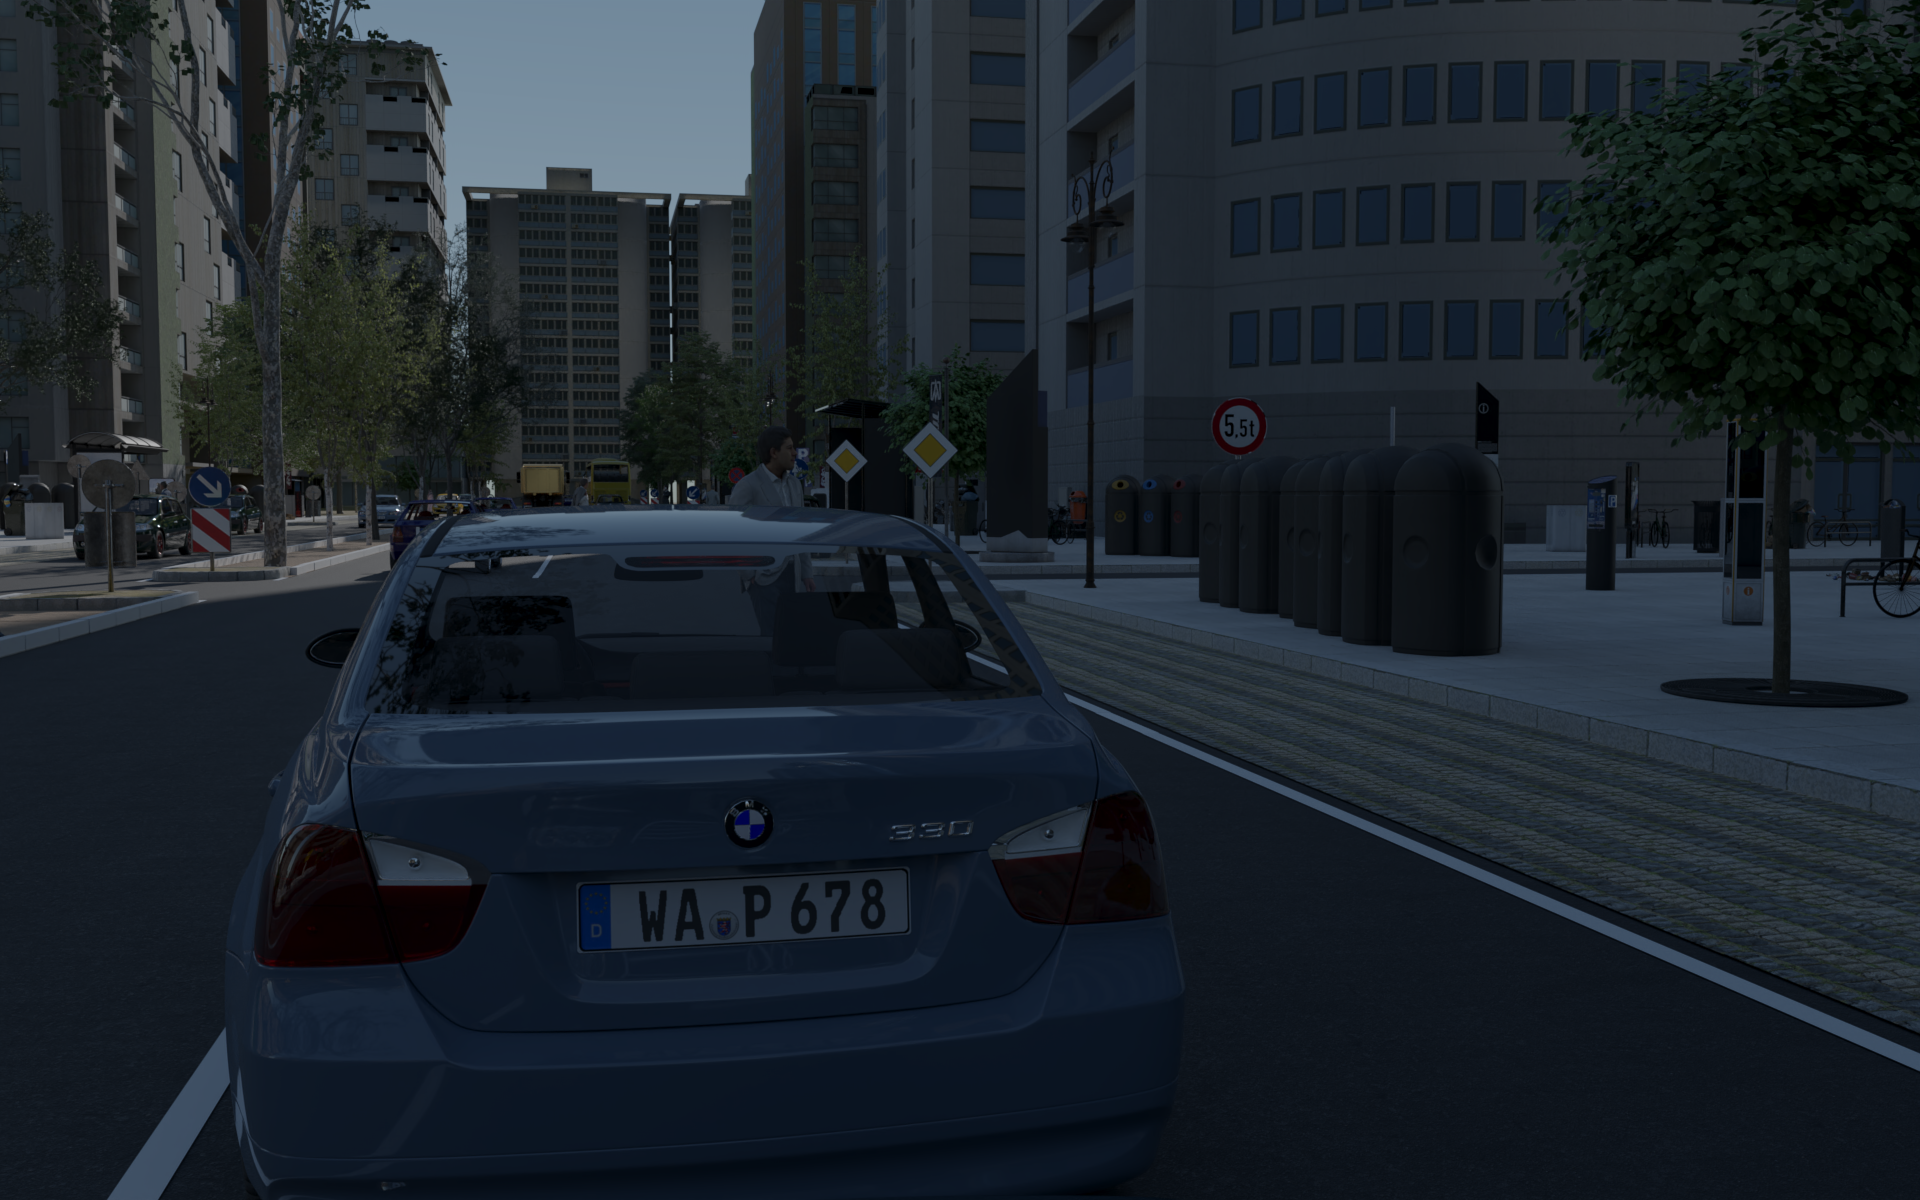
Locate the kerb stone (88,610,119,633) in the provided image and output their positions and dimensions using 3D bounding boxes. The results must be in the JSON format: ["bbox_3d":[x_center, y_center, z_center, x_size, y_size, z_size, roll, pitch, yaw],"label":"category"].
[{"bbox_3d":[-9.125,0.240,18.314,0.120,0.150,1.000,-1,4,-12],"label":"kerb stone"}]

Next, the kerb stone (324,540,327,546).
[{"bbox_3d":[-17.504,-1.544,47.484,0.120,0.150,1.000,-1,4,-12],"label":"kerb stone"}]

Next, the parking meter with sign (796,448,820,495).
[{"bbox_3d":[-5.647,-4.276,66.169,0.543,3.016,1.738,1,4,19],"label":"parking meter with sign"}]

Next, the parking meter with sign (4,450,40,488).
[{"bbox_3d":[-37.213,-4.468,69.310,1.738,3.016,0.543,-2,4,-24],"label":"parking meter with sign"}]

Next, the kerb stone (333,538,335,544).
[{"bbox_3d":[-17.716,-1.608,48.491,0.120,0.150,1.000,-1,4,-12],"label":"kerb stone"}]

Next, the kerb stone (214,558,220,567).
[{"bbox_3d":[-14.510,-0.689,33.467,0.120,0.150,1.000,-1,4,-12],"label":"kerb stone"}]

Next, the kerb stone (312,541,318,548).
[{"bbox_3d":[-17.071,-1.424,45.481,0.120,0.150,1.000,-1,4,-12],"label":"kerb stone"}]

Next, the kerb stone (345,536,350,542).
[{"bbox_3d":[-18.358,-1.792,51.490,0.120,0.150,1.000,-1,4,-12],"label":"kerb stone"}]

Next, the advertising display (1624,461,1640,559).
[{"bbox_3d":[13.444,-1.801,34.660,0.123,1.923,0.974,2,4,30],"label":"advertising display"}]

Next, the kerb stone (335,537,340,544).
[{"bbox_3d":[-17.929,-1.669,49.491,0.120,0.150,1.000,-1,4,-12],"label":"kerb stone"}]

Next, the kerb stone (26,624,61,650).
[{"bbox_3d":[-8.701,0.365,16.307,0.120,0.150,1.000,-1,4,-12],"label":"kerb stone"}]

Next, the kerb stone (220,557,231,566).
[{"bbox_3d":[-14.721,-0.747,34.467,0.120,0.150,1.000,-1,4,-12],"label":"kerb stone"}]

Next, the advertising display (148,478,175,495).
[{"bbox_3d":[-31.536,-3.869,68.469,0.974,1.923,0.123,-1,4,-14],"label":"advertising display"}]

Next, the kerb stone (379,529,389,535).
[{"bbox_3d":[-20.498,-2.405,61.519,0.120,0.150,1.000,-1,4,-12],"label":"kerb stone"}]

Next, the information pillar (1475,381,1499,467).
[{"bbox_3d":[10.945,-2.735,36.064,0.504,3.616,0.183,0,4,-5],"label":"information pillar"}]

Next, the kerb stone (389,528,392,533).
[{"bbox_3d":[-20.711,-2.463,62.520,0.120,0.150,1.000,-1,4,-12],"label":"kerb stone"}]

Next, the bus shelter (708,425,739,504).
[{"bbox_3d":[-13.177,-7.418,98.910,2.179,5.291,8.768,-1,4,-12],"label":"bus shelter"}]

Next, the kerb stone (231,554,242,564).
[{"bbox_3d":[-14.930,-0.804,35.469,0.120,0.150,1.000,-1,4,-12],"label":"kerb stone"}]

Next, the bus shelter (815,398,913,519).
[{"bbox_3d":[-2.543,-3.321,45.581,1.731,3.624,6.357,-1,4,-12],"label":"bus shelter"}]

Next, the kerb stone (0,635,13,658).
[{"bbox_3d":[-8.486,0.421,15.305,0.120,0.150,1.000,-1,4,-12],"label":"kerb stone"}]

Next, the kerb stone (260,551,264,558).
[{"bbox_3d":[-15.574,-0.995,38.469,0.120,0.150,1.000,-1,4,-12],"label":"kerb stone"}]

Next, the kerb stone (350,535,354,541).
[{"bbox_3d":[-18.565,-1.852,52.492,0.120,0.150,1.000,-1,4,-12],"label":"kerb stone"}]

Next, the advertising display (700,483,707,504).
[{"bbox_3d":[-15.365,-6.020,103.643,0.123,1.923,0.974,1,4,10],"label":"advertising display"}]

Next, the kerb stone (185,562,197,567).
[{"bbox_3d":[-14.083,-0.567,31.467,0.120,0.150,1.000,-1,4,-12],"label":"kerb stone"}]

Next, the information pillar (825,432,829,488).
[{"bbox_3d":[-4.813,-4.476,64.539,0.504,3.616,0.183,1,4,15],"label":"information pillar"}]

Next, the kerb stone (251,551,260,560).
[{"bbox_3d":[-15.364,-0.934,37.466,0.120,0.150,1.000,-1,4,-12],"label":"kerb stone"}]

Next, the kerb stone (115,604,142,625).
[{"bbox_3d":[-9.340,0.176,19.313,0.120,0.150,1.000,-1,4,-12],"label":"kerb stone"}]

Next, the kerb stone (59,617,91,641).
[{"bbox_3d":[-8.914,0.306,17.307,0.120,0.150,1.000,-1,4,-12],"label":"kerb stone"}]

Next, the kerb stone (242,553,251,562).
[{"bbox_3d":[-15.153,-0.873,36.466,0.120,0.150,1.000,-1,4,-12],"label":"kerb stone"}]

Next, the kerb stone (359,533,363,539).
[{"bbox_3d":[-18.999,-1.975,54.492,0.120,0.150,1.000,-1,4,-12],"label":"kerb stone"}]

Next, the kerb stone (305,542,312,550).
[{"bbox_3d":[-16.856,-1.363,44.473,0.120,0.150,1.000,-1,4,-12],"label":"kerb stone"}]

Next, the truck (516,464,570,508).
[{"bbox_3d":[-26.772,-7.052,111.224,3.469,3.379,9.791,-1,4,-13],"label":"truck"}]

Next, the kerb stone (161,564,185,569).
[{"bbox_3d":[-13.866,-0.505,30.468,0.120,0.150,1.000,-1,4,-12],"label":"kerb stone"}]

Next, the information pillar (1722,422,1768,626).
[{"bbox_3d":[7.687,-0.762,16.957,0.304,2.012,0.304,0,4,5],"label":"information pillar"}]

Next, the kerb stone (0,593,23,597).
[{"bbox_3d":[-12.049,0.017,21.919,0.120,0.150,1.000,-1,4,-12],"label":"kerb stone"}]

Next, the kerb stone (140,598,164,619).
[{"bbox_3d":[-9.555,0.115,20.319,0.120,0.150,1.000,-1,4,-12],"label":"kerb stone"}]

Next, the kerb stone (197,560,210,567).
[{"bbox_3d":[-14.288,-0.628,32.469,0.120,0.150,1.000,-1,4,-12],"label":"kerb stone"}]

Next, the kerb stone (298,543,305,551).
[{"bbox_3d":[-16.641,-1.301,43.474,0.120,0.150,1.000,-1,4,-12],"label":"kerb stone"}]

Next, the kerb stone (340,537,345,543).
[{"bbox_3d":[-18.136,-1.731,50.492,0.120,0.150,1.000,-1,4,-12],"label":"kerb stone"}]

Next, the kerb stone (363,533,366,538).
[{"bbox_3d":[-19.203,-2.037,55.494,0.120,0.150,1.000,-1,4,-12],"label":"kerb stone"}]

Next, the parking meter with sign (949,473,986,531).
[{"bbox_3d":[0.511,-3.871,59.559,1.738,3.016,0.543,0,4,-7],"label":"parking meter with sign"}]

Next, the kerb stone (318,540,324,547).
[{"bbox_3d":[-17.287,-1.486,46.485,0.120,0.150,1.000,-1,4,-12],"label":"kerb stone"}]

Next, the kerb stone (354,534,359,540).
[{"bbox_3d":[-18.776,-1.914,53.493,0.120,0.150,1.000,-1,4,-12],"label":"kerb stone"}]

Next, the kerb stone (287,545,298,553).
[{"bbox_3d":[-16.432,-1.238,42.468,0.120,0.150,1.000,-1,4,-12],"label":"kerb stone"}]

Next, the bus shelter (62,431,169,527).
[{"bbox_3d":[-28.484,-3.959,58.657,2.014,3.302,5.546,-1,4,-12],"label":"bus shelter"}]
